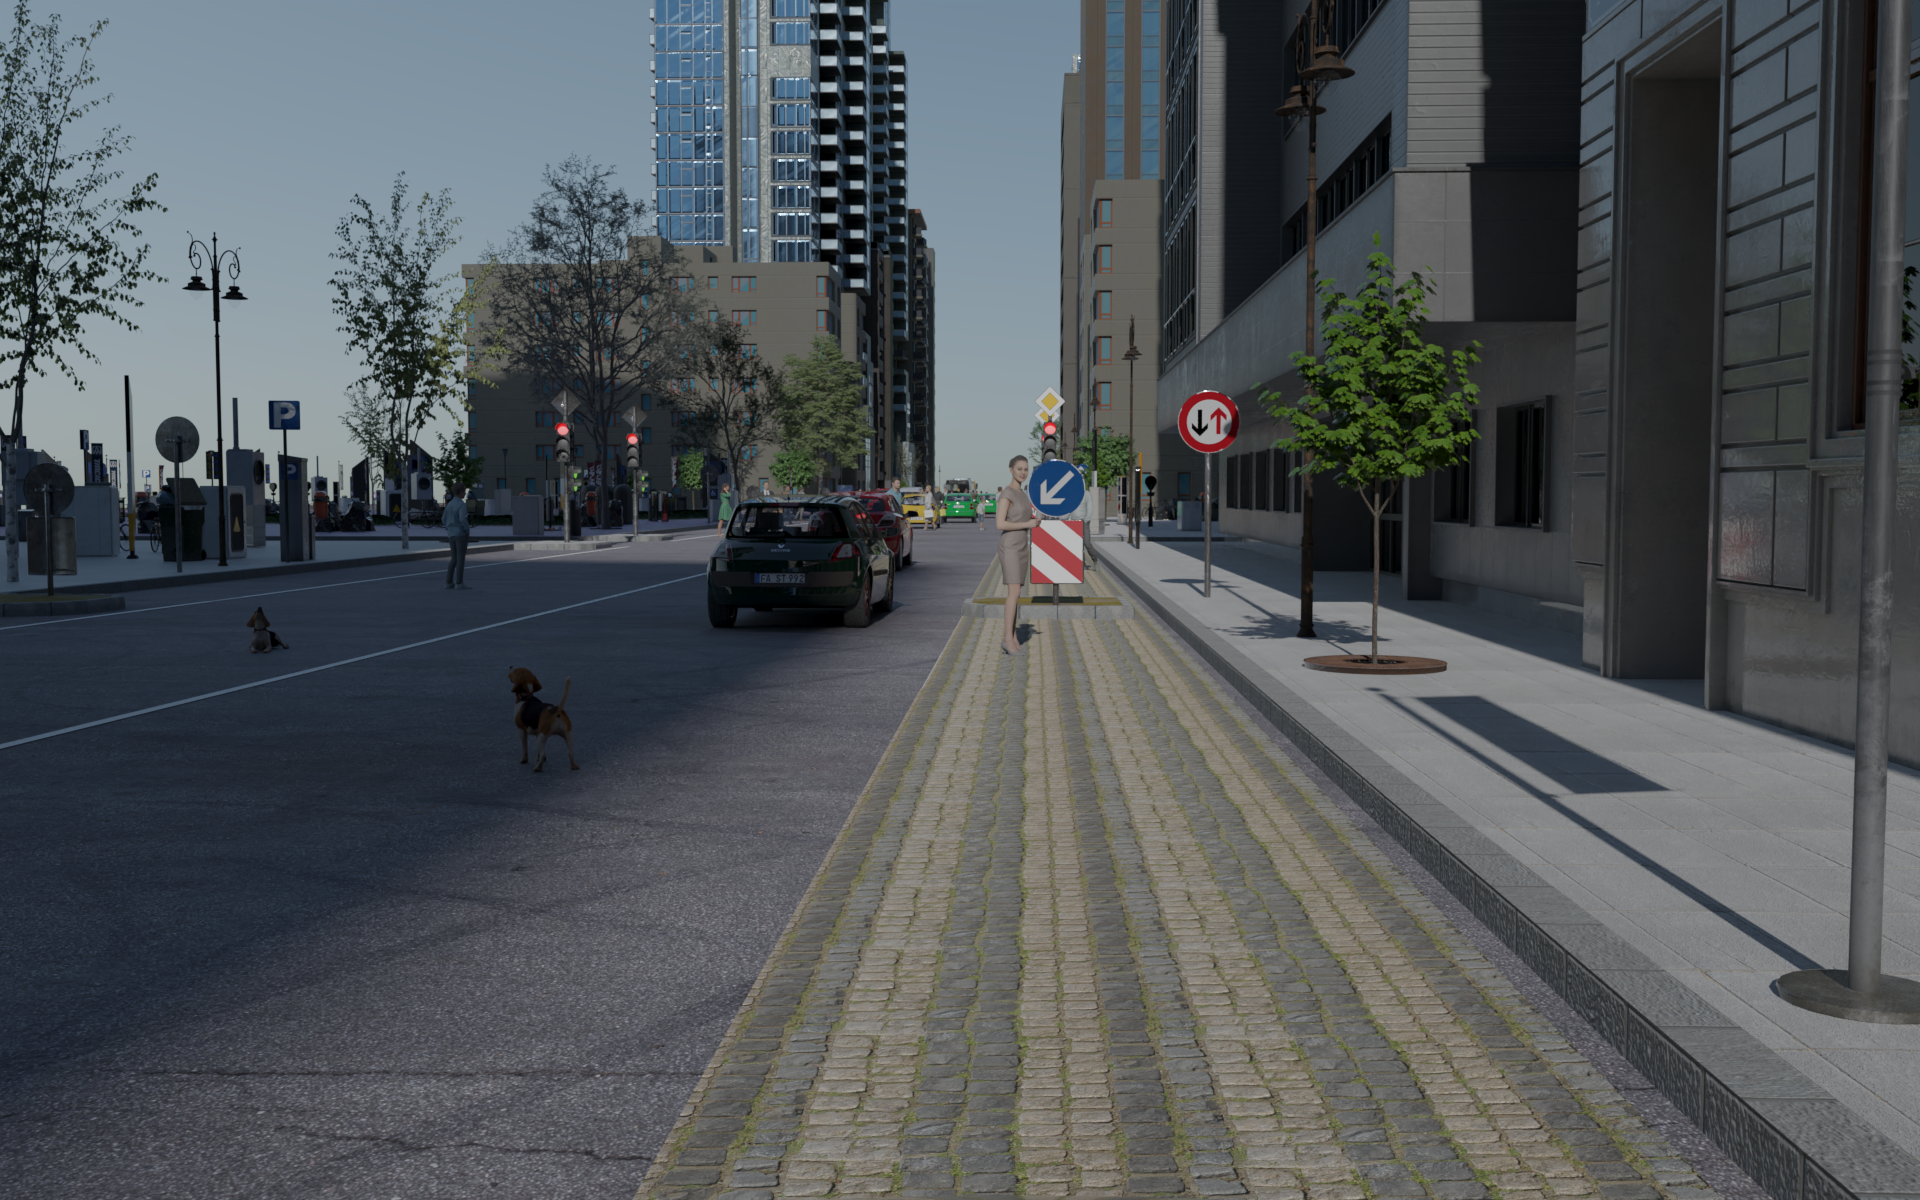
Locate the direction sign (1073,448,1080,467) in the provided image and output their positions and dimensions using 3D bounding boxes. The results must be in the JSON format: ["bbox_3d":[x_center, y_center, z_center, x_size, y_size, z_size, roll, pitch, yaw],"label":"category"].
[{"bbox_3d":[5.984,-5.729,85.668,0.876,3.537,0.379,-1,4,-20],"label":"direction sign"}]

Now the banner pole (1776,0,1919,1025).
[{"bbox_3d":[2.511,-0.874,4.311,0.863,3.779,0.401,-1,4,-12],"label":"banner pole"}]

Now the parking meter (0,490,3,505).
[{"bbox_3d":[-55.314,-5.606,100.069,0.372,1.533,0.369,0,3,0],"label":"parking meter"}]

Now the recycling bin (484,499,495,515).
[{"bbox_3d":[-23.040,-4.458,85.446,0.722,1.027,0.722,3,5,41],"label":"recycling bin"}]

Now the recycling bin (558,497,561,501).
[{"bbox_3d":[-29.490,-7.102,128.669,0.722,1.027,0.722,-2,4,-26],"label":"recycling bin"}]

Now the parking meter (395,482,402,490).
[{"bbox_3d":[-24.845,-4.352,76.863,0.399,1.863,0.255,-1,4,-21],"label":"parking meter"}]

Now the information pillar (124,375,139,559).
[{"bbox_3d":[-16.453,-2.630,34.351,0.183,3.616,0.504,-1,4,-19],"label":"information pillar"}]

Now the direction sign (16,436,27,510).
[{"bbox_3d":[-36.388,-4.582,66.905,0.379,3.537,0.876,1,4,20],"label":"direction sign"}]

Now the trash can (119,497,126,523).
[{"bbox_3d":[-36.930,-3.929,75.886,0.748,1.137,0.748,0,3,0],"label":"trash can"}]

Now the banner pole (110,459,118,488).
[{"bbox_3d":[-53.836,-7.329,109.846,0.863,3.779,0.401,-3,4,-39],"label":"banner pole"}]

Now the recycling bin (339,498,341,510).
[{"bbox_3d":[-42.179,-6.503,118.877,0.722,1.027,0.722,3,4,38],"label":"recycling bin"}]

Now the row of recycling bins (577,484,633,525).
[{"bbox_3d":[-15.274,-4.056,73.432,3.534,1.692,1.069,2,4,34],"label":"row of recycling bins"}]

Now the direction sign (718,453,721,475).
[{"bbox_3d":[-13.420,-6.393,96.528,0.379,3.537,0.876,0,4,0],"label":"direction sign"}]

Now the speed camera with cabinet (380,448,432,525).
[{"bbox_3d":[-23.465,-4.834,73.367,2.038,3.252,0.660,-3,5,-42],"label":"speed camera with cabinet"}]

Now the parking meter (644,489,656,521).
[{"bbox_3d":[-14.666,-4.535,82.555,0.372,1.533,0.369,0,3,0],"label":"parking meter"}]

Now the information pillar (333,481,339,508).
[{"bbox_3d":[-36.352,-5.898,100.924,0.304,2.012,0.304,-1,4,-12],"label":"information pillar"}]

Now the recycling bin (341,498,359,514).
[{"bbox_3d":[-39.676,-6.140,112.945,0.722,1.027,0.722,0,4,6],"label":"recycling bin"}]

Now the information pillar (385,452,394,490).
[{"bbox_3d":[-29.992,-6.102,91.116,0.504,3.616,0.183,1,4,8],"label":"information pillar"}]

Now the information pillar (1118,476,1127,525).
[{"bbox_3d":[6.781,-4.147,72.292,0.304,2.012,0.304,-1,4,-21],"label":"information pillar"}]

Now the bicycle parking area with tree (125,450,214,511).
[{"bbox_3d":[-50.605,-7.847,115.304,9.016,4.147,8.231,-2,4,-30],"label":"bicycle parking area with tree"}]

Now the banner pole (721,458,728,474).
[{"bbox_3d":[-14.428,-7.033,105.009,0.863,3.779,0.401,0,4,7],"label":"banner pole"}]

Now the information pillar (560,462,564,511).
[{"bbox_3d":[-21.043,-6.162,92.099,0.504,3.616,0.183,2,4,35],"label":"information pillar"}]

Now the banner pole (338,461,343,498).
[{"bbox_3d":[-46.289,-8.530,129.484,0.863,3.779,0.401,3,5,44],"label":"banner pole"}]

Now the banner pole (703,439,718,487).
[{"bbox_3d":[-11.453,-5.406,78.405,0.401,3.779,0.863,1,4,13],"label":"banner pole"}]

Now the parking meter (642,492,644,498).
[{"bbox_3d":[-20.262,-6.305,111.504,0.372,1.533,0.369,0,3,0],"label":"parking meter"}]

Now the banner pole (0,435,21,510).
[{"bbox_3d":[-35.175,-4.543,64.296,0.863,3.779,0.401,0,4,-5],"label":"banner pole"}]

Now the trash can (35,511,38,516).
[{"bbox_3d":[-52.942,-5.384,99.677,0.748,1.137,0.748,0,3,0],"label":"trash can"}]

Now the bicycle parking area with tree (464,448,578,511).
[{"bbox_3d":[-26.299,-7.399,107.978,8.231,4.147,9.016,2,4,35],"label":"bicycle parking area with tree"}]

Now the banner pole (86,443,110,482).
[{"bbox_3d":[-37.234,-5.164,74.447,0.863,3.779,0.401,-3,4,-38],"label":"banner pole"}]

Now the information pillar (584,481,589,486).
[{"bbox_3d":[-20.764,-5.631,96.562,0.304,2.012,0.304,1,4,15],"label":"information pillar"}]

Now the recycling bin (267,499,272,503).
[{"bbox_3d":[-38.710,-5.120,96.259,0.722,1.027,0.722,-3,4,-36],"label":"recycling bin"}]

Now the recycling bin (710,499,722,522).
[{"bbox_3d":[-11.342,-4.209,81.369,0.722,1.027,0.722,-1,4,-19],"label":"recycling bin"}]

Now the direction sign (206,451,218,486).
[{"bbox_3d":[-39.681,-6.114,91.957,0.379,3.537,0.876,1,4,19],"label":"direction sign"}]

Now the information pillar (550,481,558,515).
[{"bbox_3d":[-22.265,-5.541,95.082,0.304,2.012,0.304,1,4,23],"label":"information pillar"}]

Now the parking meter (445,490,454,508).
[{"bbox_3d":[-18.334,-3.299,62.348,0.372,1.533,0.369,0,3,0],"label":"parking meter"}]

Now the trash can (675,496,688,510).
[{"bbox_3d":[-17.378,-5.898,108.088,0.748,1.137,0.748,0,3,0],"label":"trash can"}]

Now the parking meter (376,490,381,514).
[{"bbox_3d":[-34.143,-5.715,101.857,0.372,1.533,0.369,0,3,0],"label":"parking meter"}]

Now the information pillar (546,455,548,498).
[{"bbox_3d":[-24.648,-6.851,103.375,0.183,3.616,0.504,-1,4,-10],"label":"information pillar"}]

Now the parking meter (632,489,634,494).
[{"bbox_3d":[-17.242,-5.087,91.585,0.372,1.533,0.369,0,3,0],"label":"parking meter"}]

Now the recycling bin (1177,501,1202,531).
[{"bbox_3d":[7.978,-2.912,60.162,0.722,1.027,0.722,0,4,-5],"label":"recycling bin"}]

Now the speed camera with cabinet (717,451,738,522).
[{"bbox_3d":[-10.657,-5.211,79.528,0.660,3.252,2.038,0,4,4],"label":"speed camera with cabinet"}]

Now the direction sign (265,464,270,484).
[{"bbox_3d":[-52.375,-8.465,130.402,0.876,3.537,0.379,-3,5,-44],"label":"direction sign"}]

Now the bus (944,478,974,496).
[{"bbox_3d":[-0.020,-12.057,191.984,2.948,3.499,13.247,0,4,3],"label":"bus"}]

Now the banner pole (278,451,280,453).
[{"bbox_3d":[-39.337,-6.772,100.745,0.863,3.779,0.401,-2,4,-31],"label":"banner pole"}]

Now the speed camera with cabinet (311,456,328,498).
[{"bbox_3d":[-33.625,-5.795,89.076,2.038,3.252,0.660,-3,5,-42],"label":"speed camera with cabinet"}]

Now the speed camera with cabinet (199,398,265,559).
[{"bbox_3d":[-14.651,-2.481,34.898,0.660,3.252,2.038,0,4,-1],"label":"speed camera with cabinet"}]

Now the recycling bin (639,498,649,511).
[{"bbox_3d":[-18.520,-5.444,101.562,0.722,1.027,0.722,-3,5,-40],"label":"recycling bin"}]

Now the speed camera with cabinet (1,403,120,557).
[{"bbox_3d":[-18.352,-2.509,35.356,2.038,3.252,0.660,-1,4,-12],"label":"speed camera with cabinet"}]

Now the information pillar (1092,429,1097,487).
[{"bbox_3d":[4.849,-4.352,62.506,0.183,3.616,0.504,0,4,-8],"label":"information pillar"}]

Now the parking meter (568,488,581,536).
[{"bbox_3d":[-11.760,-2.720,52.880,0.372,1.533,0.369,0,3,0],"label":"parking meter"}]

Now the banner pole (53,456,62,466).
[{"bbox_3d":[-59.706,-7.621,114.612,0.863,3.779,0.401,1,4,22],"label":"banner pole"}]
